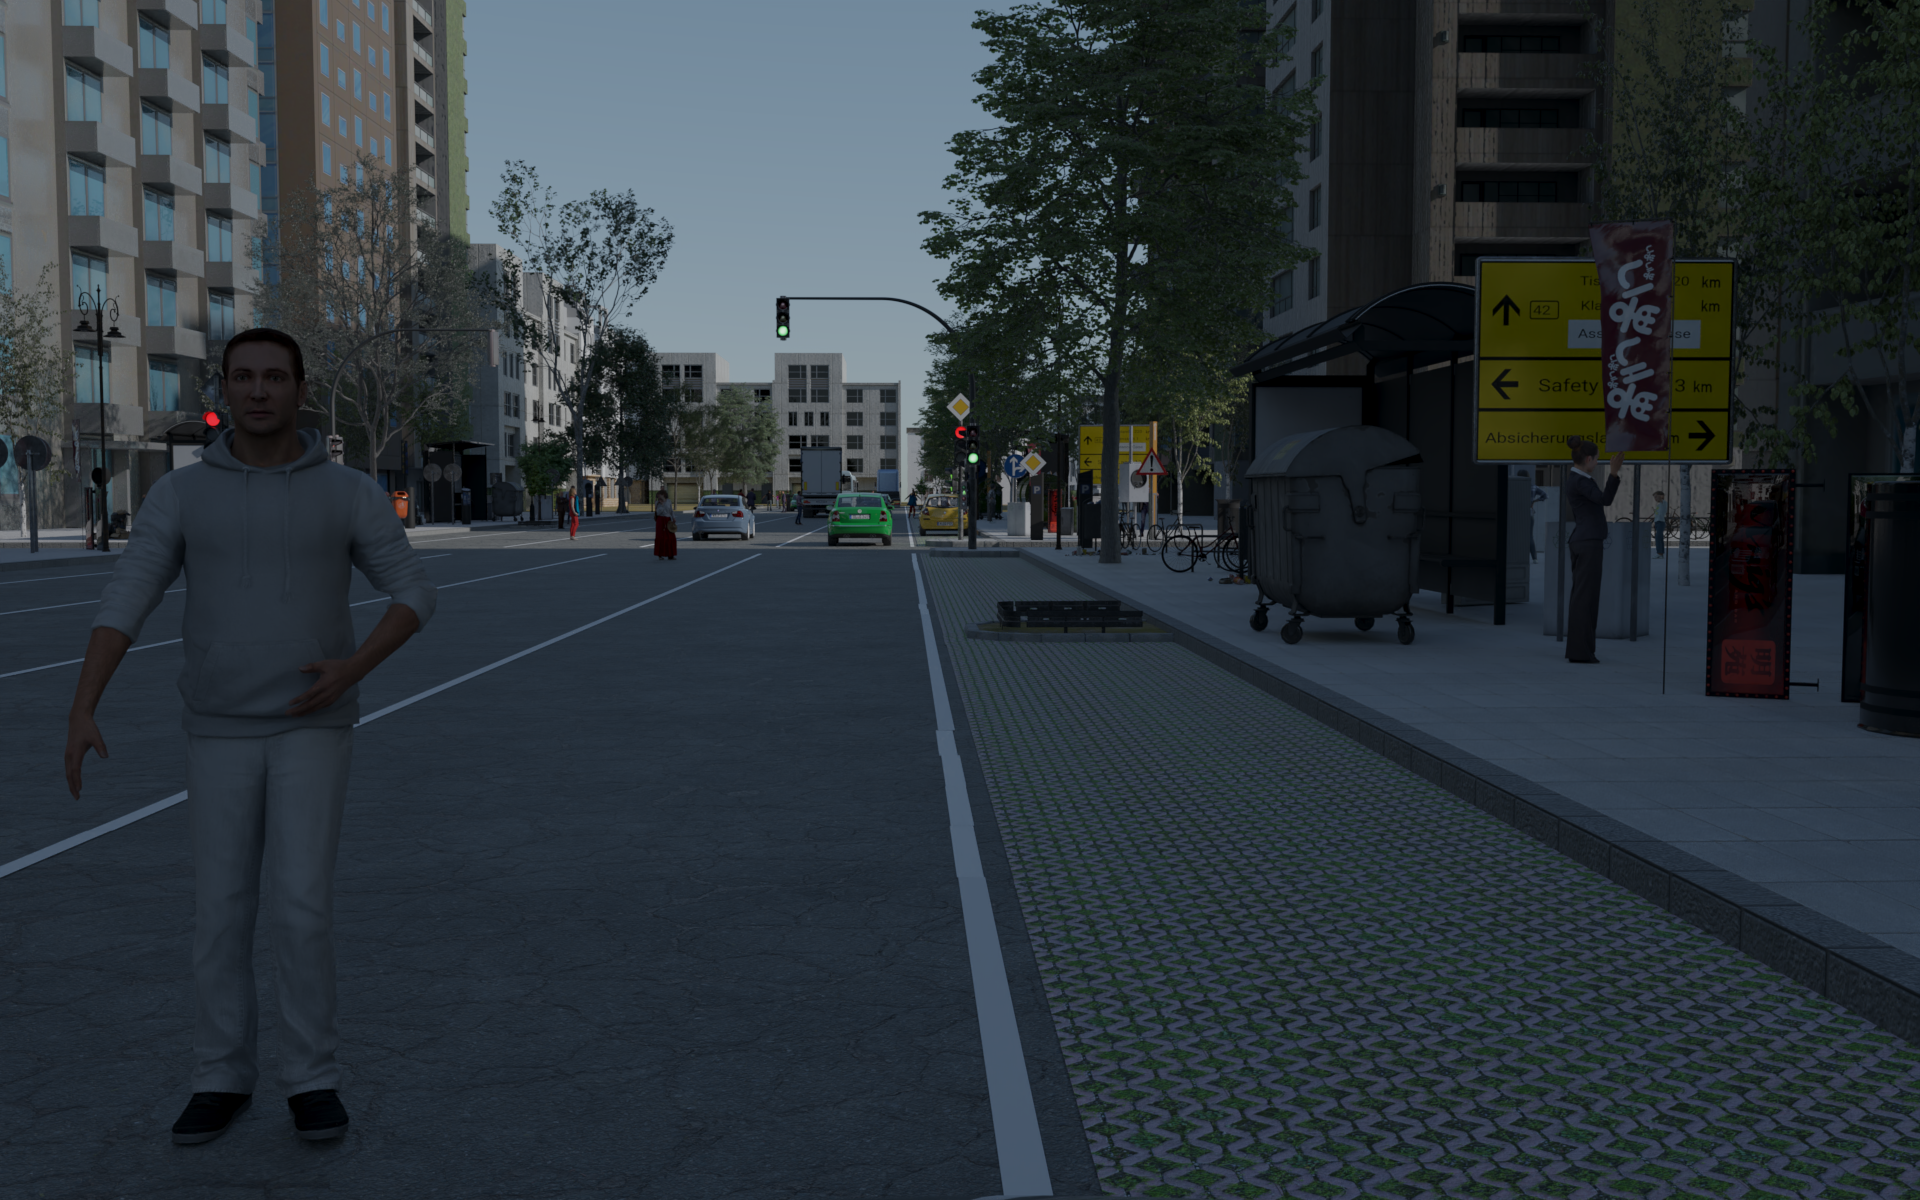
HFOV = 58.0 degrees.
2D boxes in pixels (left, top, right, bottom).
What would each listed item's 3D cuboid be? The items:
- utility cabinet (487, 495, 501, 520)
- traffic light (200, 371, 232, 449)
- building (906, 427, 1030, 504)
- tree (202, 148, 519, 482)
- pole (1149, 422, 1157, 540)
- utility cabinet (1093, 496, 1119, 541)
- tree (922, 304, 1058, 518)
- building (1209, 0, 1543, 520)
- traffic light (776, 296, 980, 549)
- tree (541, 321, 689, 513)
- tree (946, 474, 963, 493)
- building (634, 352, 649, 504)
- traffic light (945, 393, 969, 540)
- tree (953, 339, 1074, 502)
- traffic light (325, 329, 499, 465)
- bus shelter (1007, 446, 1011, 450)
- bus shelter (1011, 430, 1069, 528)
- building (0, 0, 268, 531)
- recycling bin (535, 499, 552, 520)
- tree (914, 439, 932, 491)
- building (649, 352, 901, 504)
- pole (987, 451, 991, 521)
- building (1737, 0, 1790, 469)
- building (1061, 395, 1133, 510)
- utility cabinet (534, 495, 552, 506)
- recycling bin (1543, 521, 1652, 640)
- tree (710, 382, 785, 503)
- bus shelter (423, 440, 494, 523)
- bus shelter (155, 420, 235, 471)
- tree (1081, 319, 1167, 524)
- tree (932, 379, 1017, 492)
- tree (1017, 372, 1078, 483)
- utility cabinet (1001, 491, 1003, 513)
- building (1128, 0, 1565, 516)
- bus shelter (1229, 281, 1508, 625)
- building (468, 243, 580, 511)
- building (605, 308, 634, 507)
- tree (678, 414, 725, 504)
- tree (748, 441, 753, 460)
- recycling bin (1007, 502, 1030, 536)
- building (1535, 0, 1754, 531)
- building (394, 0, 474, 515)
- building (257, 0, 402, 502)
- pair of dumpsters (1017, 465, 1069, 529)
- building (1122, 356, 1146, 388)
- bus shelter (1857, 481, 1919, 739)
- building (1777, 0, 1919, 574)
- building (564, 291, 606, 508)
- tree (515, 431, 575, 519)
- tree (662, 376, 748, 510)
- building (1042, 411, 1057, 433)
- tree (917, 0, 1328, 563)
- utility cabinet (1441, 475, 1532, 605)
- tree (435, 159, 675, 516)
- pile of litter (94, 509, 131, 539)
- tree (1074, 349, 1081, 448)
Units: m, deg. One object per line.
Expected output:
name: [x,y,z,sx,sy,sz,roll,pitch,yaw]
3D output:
utility cabinet: [-23.077,-4.521,85.082,1.020,1.237,0.306,1,4,11]
traffic light: [-16.930,-3.099,39.584,0.839,4.253,0.868,0,4,-2]
building: [7.131,-17.187,223.146,28.070,9.664,9.099,0,4,-2]
tree: [-20.724,-9.219,61.094,12.009,13.543,11.850,0,3,0]
pole: [5.435,-3.362,48.812,0.158,3.312,0.155,0,3,0]
utility cabinet: [3.892,-2.241,47.807,1.020,1.237,0.306,-2,4,-27]
tree: [1.789,-10.264,93.566,9.928,11.665,9.643,0,3,0]
building: [19.553,-19.310,87.421,14.160,30.474,14.107,0,4,-2]
traffic light: [-1.826,-3.993,39.953,4.771,5.953,1.251,0,4,-2]
tree: [-22.597,-12.119,115.149,9.611,12.733,9.660,0,3,0]
tree: [-0.312,-8.586,134.984,1.663,3.219,1.824,0,3,0]
building: [-45.723,-22.502,224.319,11.380,20.091,16.016,0,4,-2]
traffic light: [-0.001,-3.622,48.144,0.839,4.253,0.868,0,4,-2]
tree: [2.108,-7.813,78.099,4.360,8.622,3.978,0,3,0]
traffic light: [-15.104,-4.465,47.668,4.771,5.953,1.251,0,4,-2]
bus shelter: [3.322,-5.741,85.142,1.731,3.624,6.357,0,4,-2]
bus shelter: [3.139,-4.611,66.680,1.731,3.624,6.357,0,4,-2]
building: [-43.451,-27.631,71.376,23.786,49.044,30.456,0,4,-2]
recycling bin: [-20.762,-4.513,86.340,0.722,1.027,0.722,-1,4,-22]
tree: [-2.289,-14.864,193.386,4.737,8.622,4.395,0,3,0]
building: [-23.433,-21.940,225.173,31.486,18.905,16.747,0,4,-2]
pole: [1.373,-5.374,81.701,0.158,3.312,0.155,0,3,0]
building: [33.849,-23.390,66.029,14.086,41.232,14.154,0,4,-2]
building: [14.325,-12.538,147.148,9.099,9.664,28.070,0,4,-2]
utility cabinet: [-23.339,-5.245,96.918,1.020,1.237,0.306,1,4,19]
recycling bin: [5.785,-0.194,15.720,0.722,1.027,0.722,3,5,42]
tree: [-24.328,-17.650,195.229,9.857,13.997,8.962,0,3,0]
bus shelter: [-22.671,-5.338,78.567,1.731,3.624,6.357,0,4,-2]
bus shelter: [-21.043,-3.438,50.135,2.014,3.302,5.546,0,4,-2]
tree: [7.698,-7.563,74.018,4.360,8.622,3.978,0,3,0]
tree: [1.415,-9.592,107.188,4.737,8.622,4.395,0,3,0]
tree: [6.013,-9.286,102.183,4.737,8.622,4.395,0,3,0]
utility cabinet: [2.625,-6.518,115.246,0.318,1.500,1.173,0,4,-4]
building: [22.301,-27.762,108.533,22.147,44.769,28.867,0,4,-2]
bus shelter: [4.499,-1.551,19.289,2.014,3.302,5.546,0,4,-2]
building: [-41.547,-16.604,137.939,16.747,18.905,31.486,0,4,-2]
building: [-41.194,-19.765,179.578,11.380,20.091,16.016,0,4,-2]
tree: [-23.349,-12.592,156.243,4.360,8.622,3.978,0,3,0]
tree: [-23.948,-14.275,167.816,8.767,10.594,7.601,0,4,6]
recycling bin: [1.933,-2.470,52.932,0.722,1.027,0.722,3,5,40]
building: [19.773,-17.969,65.499,14.107,30.474,14.160,0,4,-2]
building: [-39.418,-25.968,108.169,14.154,41.232,14.086,0,4,-2]
building: [-39.621,-27.144,93.913,14.600,45.320,14.200,0,4,-2]
pair of dumpsters: [2.858,-3.523,60.091,1.574,2.255,4.437,0,4,-2]
building: [26.718,-22.687,227.353,11.380,20.091,16.016,0,4,-2]
bus shelter: [5.225,-1.690,5.266,2.179,5.291,8.768,0,4,-2]
building: [24.368,-24.047,16.868,21.300,48.544,21.600,0,4,-2]
building: [-41.936,-18.524,159.293,16.016,20.091,11.380,0,4,-2]
tree: [-21.582,-6.523,90.372,4.285,4.588,4.351,0,3,0]
tree: [-22.105,-12.332,136.034,7.601,10.594,8.767,-2,4,-29]
building: [13.809,-14.252,175.164,9.099,9.664,28.070,0,4,-2]
tree: [3.153,-6.942,31.622,7.486,12.596,7.792,0,3,0]
utility cabinet: [6.104,-0.695,20.042,1.173,1.500,0.318,-2,4,-33]
tree: [-23.165,-14.909,99.648,12.611,20.169,13.585,0,3,0]
pile of litter: [-24.099,-2.165,49.357,1.719,0.858,1.176,2,4,27]
tree: [6.870,-8.308,86.201,4.360,8.622,3.978,0,3,0]
